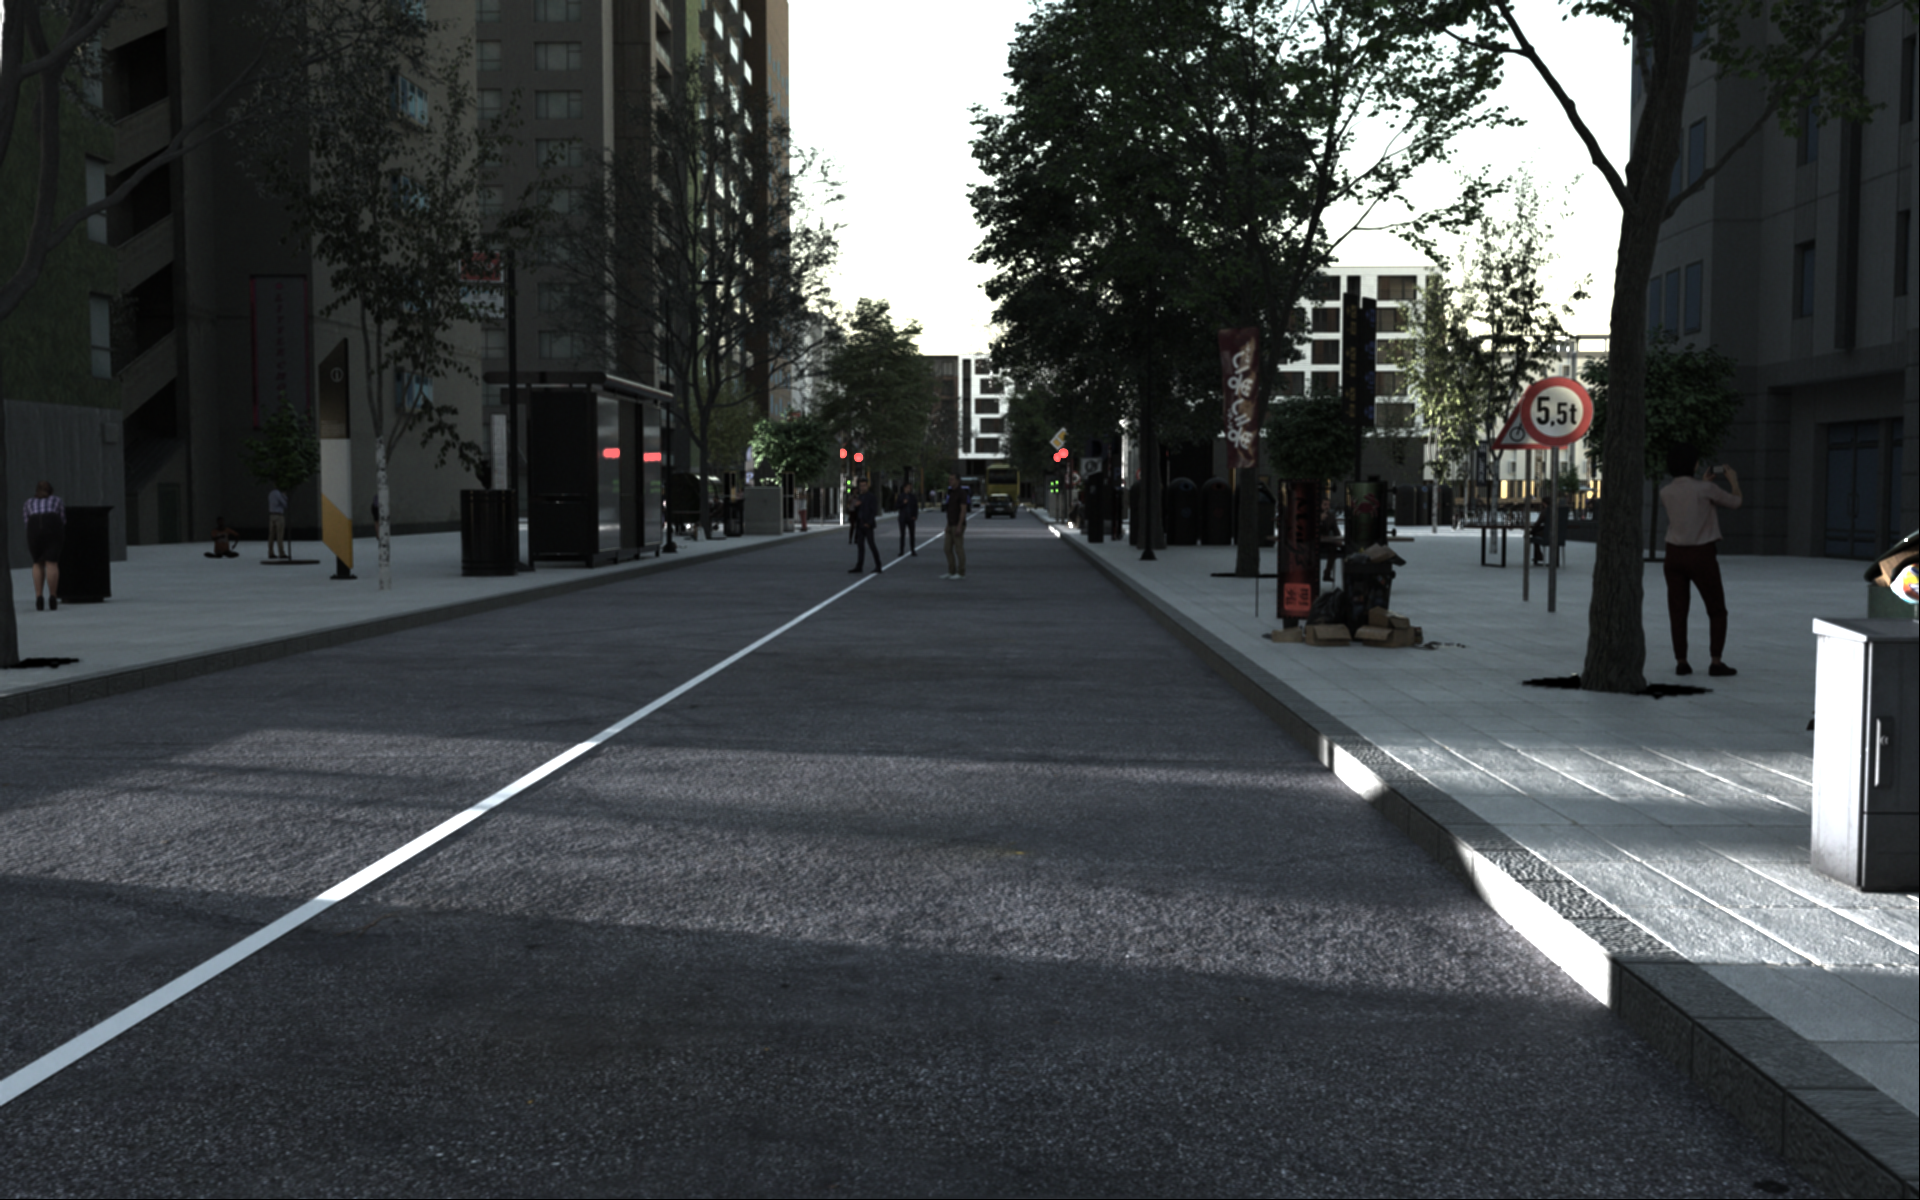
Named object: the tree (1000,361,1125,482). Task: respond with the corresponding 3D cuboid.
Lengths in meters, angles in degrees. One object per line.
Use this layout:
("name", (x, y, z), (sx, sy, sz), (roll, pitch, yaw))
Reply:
("tree", (7.478, -12.803, 126.329), (9.611, 12.733, 9.660), (0, 3, 0))

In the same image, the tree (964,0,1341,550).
("tree", (4.468, -8.145, 39.825), (9.857, 13.997, 8.962), (0, 3, 0))

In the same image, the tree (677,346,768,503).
("tree", (-12.043, -8.273, 85.624), (4.737, 8.622, 4.395), (0, 3, 0))

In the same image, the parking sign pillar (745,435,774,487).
("parking sign pillar", (-7.740, -4.797, 66.906), (1.447, 3.967, 1.447), (2, 4, 29))

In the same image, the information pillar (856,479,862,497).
("information pillar", (-4.847, -4.829, 83.446), (0.304, 2.012, 0.304), (1, 4, 18))

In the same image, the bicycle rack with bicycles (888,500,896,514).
("bicycle rack with bicycles", (-5.299, -6.153, 113.982), (2.852, 0.926, 2.925), (0, 4, -5))

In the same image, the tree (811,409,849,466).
("tree", (-11.522, -12.266, 150.917), (4.737, 8.622, 4.395), (0, 3, 0))

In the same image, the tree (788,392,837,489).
("tree", (-11.009, -11.051, 131.051), (4.360, 8.622, 3.978), (0, 3, 0))

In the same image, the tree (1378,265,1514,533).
("tree", (15.838, -6.502, 56.671), (4.737, 8.622, 4.395), (0, 3, 0))

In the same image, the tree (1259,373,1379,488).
("tree", (9.708, -3.875, 47.070), (4.285, 4.588, 4.351), (0, 3, 0))

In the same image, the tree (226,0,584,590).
("tree", (-7.450, -4.431, 22.803), (4.360, 8.622, 3.978), (0, 3, 0))

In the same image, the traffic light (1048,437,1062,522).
("traffic light", (4.520, -5.597, 80.439), (0.839, 4.253, 0.868), (0, 4, 2))

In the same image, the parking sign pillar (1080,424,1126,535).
("parking sign pillar", (4.546, -4.064, 54.919), (1.447, 3.967, 1.447), (-3, 5, -40))

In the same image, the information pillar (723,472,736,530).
("information pillar", (-7.588, -3.217, 57.095), (0.304, 2.012, 0.304), (2, 4, 28))

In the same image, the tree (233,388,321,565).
("tree", (-12.489, -2.276, 31.816), (1.663, 3.219, 1.824), (0, 3, 0))

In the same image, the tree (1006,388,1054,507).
("tree", (8.048, -15.581, 172.876), (7.486, 12.596, 7.792), (0, 3, 0))

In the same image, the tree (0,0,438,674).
("tree", (-7.189, -6.255, 12.633), (12.009, 13.543, 11.850), (0, 3, 0))

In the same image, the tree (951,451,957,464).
("tree", (-2.472, -14.029, 179.729), (4.737, 8.622, 4.395), (0, 3, 0))

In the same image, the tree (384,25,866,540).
("tree", (-7.263, -8.437, 48.321), (12.009, 13.543, 11.850), (0, 3, 0))

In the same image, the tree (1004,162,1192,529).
("tree", (5.007, -9.336, 63.013), (12.009, 13.543, 11.850), (0, 3, 0))

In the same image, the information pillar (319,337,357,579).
("information pillar", (-9.379, -2.122, 26.050), (0.504, 3.616, 0.183), (1, 4, 17))

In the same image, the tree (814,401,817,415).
("tree", (-5.511, -11.285, 110.260), (9.928, 11.665, 9.643), (0, 3, 0))

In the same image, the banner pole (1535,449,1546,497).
("banner pole", (27.056, -5.543, 80.637), (0.863, 3.779, 0.401), (-2, 4, -26))

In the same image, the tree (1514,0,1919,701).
("tree", (4.414, -5.208, 10.902), (9.928, 11.665, 9.643), (0, 3, 0))

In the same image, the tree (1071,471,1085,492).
("tree", (6.260, -5.267, 80.725), (1.663, 3.219, 1.824), (0, 3, 0))

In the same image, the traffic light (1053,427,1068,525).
("traffic light", (4.296, -5.109, 72.457), (0.839, 4.253, 0.868), (0, 4, 2))

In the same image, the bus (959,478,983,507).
("bus", (0.949, -12.026, 191.478), (2.948, 3.499, 13.247), (0, 4, 0))

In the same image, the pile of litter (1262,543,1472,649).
("pile of litter", (3.441, -0.056, 14.877), (1.176, 0.858, 1.719), (-3, 4, -38))

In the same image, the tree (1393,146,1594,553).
("tree", (11.638, -5.335, 37.592), (4.360, 8.622, 3.978), (0, 3, 0))

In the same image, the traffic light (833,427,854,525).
("traffic light", (-4.902, -5.124, 72.699), (0.839, 4.253, 0.868), (0, 4, 2))

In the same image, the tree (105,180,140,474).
("tree", (-19.525, -5.308, 37.150), (4.360, 8.622, 3.978), (0, 3, 0))

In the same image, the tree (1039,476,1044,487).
("tree", (9.386, -14.831, 192.846), (4.360, 8.622, 3.978), (0, 3, 0))

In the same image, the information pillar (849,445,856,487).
("information pillar", (-5.119, -5.571, 82.447), (0.183, 3.616, 0.504), (-3, 5, -40))

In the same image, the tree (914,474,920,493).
("tree", (-4.061, -9.144, 144.110), (1.663, 3.219, 1.824), (0, 3, 0))

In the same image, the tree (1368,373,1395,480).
("tree", (26.377, -9.449, 104.854), (4.360, 8.622, 3.978), (0, 3, 0))

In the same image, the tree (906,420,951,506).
("tree", (-3.864, -13.224, 166.578), (4.737, 8.622, 4.395), (0, 3, 0))

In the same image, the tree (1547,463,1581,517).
("tree", (34.829, -6.351, 98.446), (1.663, 3.219, 1.824), (0, 3, 0))

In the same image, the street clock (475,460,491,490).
("street clock", (-10.122, -1.993, 37.150), (0.471, 2.002, 0.358), (1, 4, 21))

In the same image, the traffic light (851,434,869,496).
("traffic light", (-4.678, -5.612, 80.681), (0.839, 4.253, 0.868), (0, 4, 2))

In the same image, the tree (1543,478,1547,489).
("tree", (37.505, -7.008, 109.180), (1.663, 3.219, 1.824), (0, 3, 0))

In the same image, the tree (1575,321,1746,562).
("tree", (13.217, -3.020, 33.092), (4.285, 4.588, 4.351), (0, 3, 0))

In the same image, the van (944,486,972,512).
("van", (-0.092, -8.105, 136.900), (2.240, 2.365, 5.245), (0, 4, 2))

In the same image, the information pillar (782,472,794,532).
("information pillar", (-5.782, -3.290, 58.290), (0.304, 2.012, 0.304), (-3, 5, -40))

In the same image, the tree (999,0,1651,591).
("tree", (4.621, -6.161, 26.485), (9.928, 11.665, 9.643), (0, 3, 0))

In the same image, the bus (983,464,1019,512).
("bus", (3.327, -9.068, 139.800), (2.896, 3.916, 12.252), (0, 4, 0))

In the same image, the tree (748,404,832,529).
("tree", (-6.147, -4.870, 63.335), (4.285, 4.588, 4.351), (0, 3, 0))

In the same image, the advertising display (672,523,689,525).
("advertising display", (-11.841, -4.159, 73.209), (0.974, 1.923, 0.123), (-3, 5, -42))

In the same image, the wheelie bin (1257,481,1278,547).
("wheelie bin", (7.359, -2.089, 42.058), (0.693, 1.594, 0.980), (1, 4, 14))

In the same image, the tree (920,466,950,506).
("tree", (-2.107, -14.883, 227.043), (4.285, 4.588, 4.351), (0, 3, 0))

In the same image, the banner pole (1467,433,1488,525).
("banner pole", (21.249, -4.960, 71.114), (0.863, 3.779, 0.401), (0, 4, -2))

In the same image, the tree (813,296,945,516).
("tree", (-4.762, -11.131, 100.115), (7.486, 12.596, 7.792), (0, 3, 0))
